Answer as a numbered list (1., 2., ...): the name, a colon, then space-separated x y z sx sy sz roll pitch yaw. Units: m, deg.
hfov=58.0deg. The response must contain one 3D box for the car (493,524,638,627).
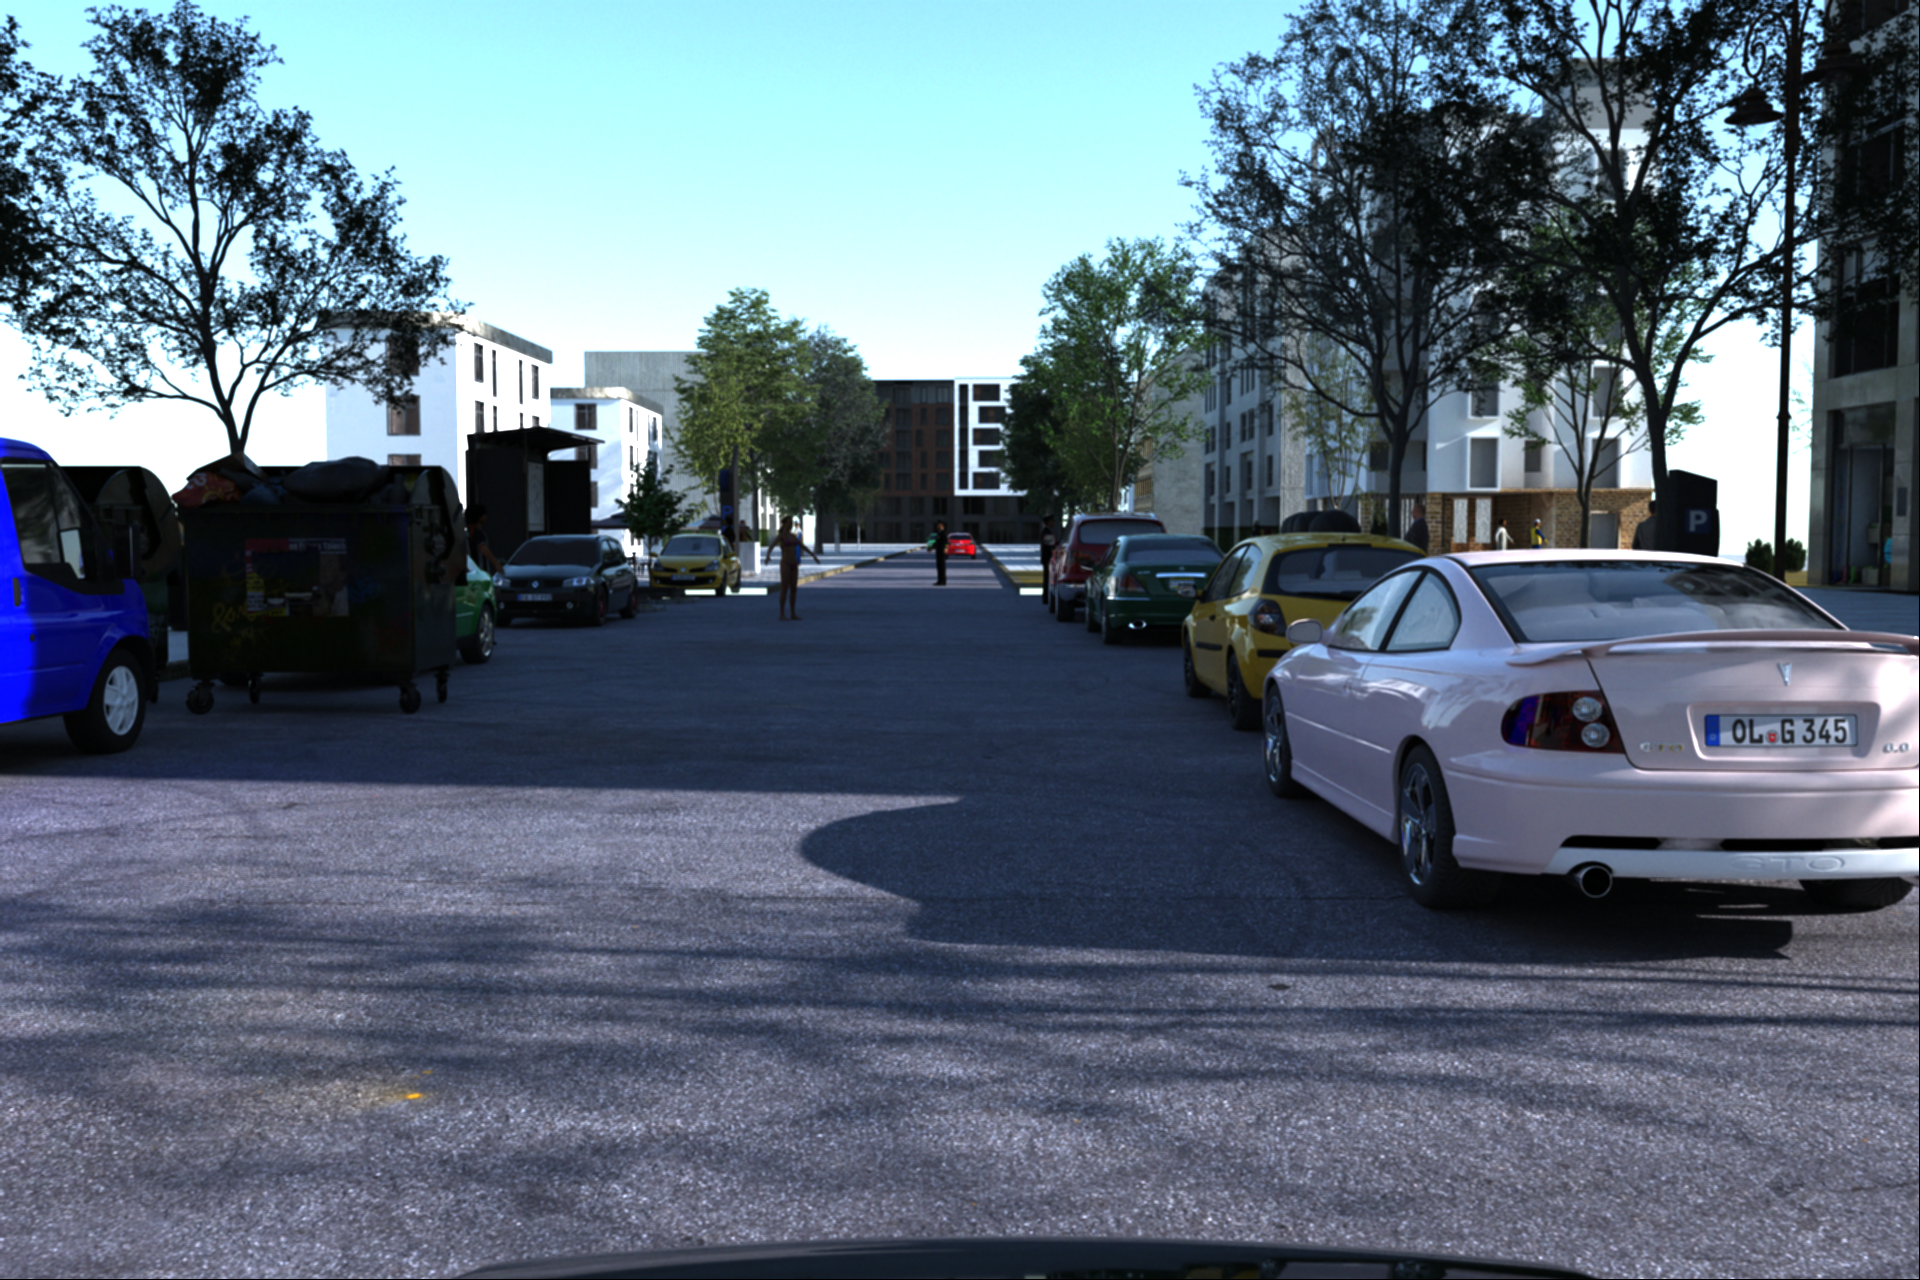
1. car: -6.384 -1.119 28.075 2.009 1.686 4.222 0 4 0

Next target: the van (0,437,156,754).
1. van: -6.420 -0.318 9.583 2.240 2.365 5.245 0 3 0

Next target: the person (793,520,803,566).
1. person: -6.540 -3.877 69.246 0.705 1.847 1.347 1 4 19

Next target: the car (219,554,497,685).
1. car: -6.144 -0.554 17.859 1.959 1.807 4.718 0 4 0

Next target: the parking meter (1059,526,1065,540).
1. parking meter: 3.216 -2.723 52.936 0.372 1.533 0.369 0 3 0

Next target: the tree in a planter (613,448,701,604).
1. tree in a planter: -6.508 -2.389 36.276 1.991 3.239 1.994 0 4 0

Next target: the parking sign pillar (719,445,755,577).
1. parking sign pillar: -6.868 -3.866 51.674 1.447 3.967 1.447 0 4 -1

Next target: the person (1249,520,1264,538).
1. person: 12.435 -4.092 72.686 0.705 1.856 1.354 3 5 42

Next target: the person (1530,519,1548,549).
1. person: 21.474 -3.576 64.439 0.705 1.833 1.349 0 4 -7

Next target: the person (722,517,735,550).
1. person: -6.292 -2.426 46.387 0.721 1.740 1.216 1 4 15

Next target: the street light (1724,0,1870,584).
1. street light: 6.741 -2.529 14.131 0.468 5.910 1.993 0 4 1

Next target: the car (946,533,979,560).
1. car: -0.014 -5.424 97.719 2.155 1.783 4.494 0 4 0

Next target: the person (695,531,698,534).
1. person: -12.152 -4.309 79.721 0.991 1.433 0.599 0 4 5

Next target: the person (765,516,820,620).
1. person: -2.801 -1.198 28.848 0.721 1.733 1.217 3 5 41

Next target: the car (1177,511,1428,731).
1. car: 2.832 -0.234 14.050 2.015 1.641 3.980 0 4 0

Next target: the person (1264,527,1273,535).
1. person: 6.674 -1.705 37.089 0.599 1.438 0.989 1 4 14

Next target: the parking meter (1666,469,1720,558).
1. parking meter: 6.647 -0.613 15.731 0.399 1.863 0.255 0 4 0

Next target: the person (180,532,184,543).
1. person: -14.502 -1.547 31.377 1.344 1.819 0.704 -1 4 -12

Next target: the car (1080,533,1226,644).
1. car: 2.762 -0.742 23.937 2.131 1.459 4.920 0 4 0

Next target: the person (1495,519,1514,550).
1. person: 19.149 -3.360 61.118 0.705 1.806 1.347 3 5 43

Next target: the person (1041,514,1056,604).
1. person: 1.837 -1.651 35.389 0.705 1.837 1.347 0 4 -3

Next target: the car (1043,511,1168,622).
1. car: 2.597 -1.295 29.844 2.281 1.827 5.304 0 4 1

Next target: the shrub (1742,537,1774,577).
1. shrub: 20.873 -2.086 45.229 1.383 1.207 1.383 0 3 0

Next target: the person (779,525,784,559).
1. person: -5.658 -3.060 56.254 0.704 1.802 1.346 1 4 10

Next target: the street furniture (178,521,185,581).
1. street furniture: -21.407 -2.596 49.293 9.812 1.723 11.010 0 4 -4

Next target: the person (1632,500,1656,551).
1. person: 9.827 -1.075 24.154 0.750 1.759 0.617 0 4 -4

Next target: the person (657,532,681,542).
1. person: -12.690 -4.287 76.218 1.348 1.813 0.705 -2 4 -35

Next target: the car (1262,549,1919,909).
1. car: 2.654 0.266 8.013 2.083 1.381 4.827 0 4 -1

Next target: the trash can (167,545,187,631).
1. trash can: -10.272 -0.698 23.059 0.748 1.137 0.748 0 3 0

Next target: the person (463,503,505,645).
1. person: -6.195 -0.840 22.337 0.704 1.843 1.345 -2 4 -34

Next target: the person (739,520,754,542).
1. person: -8.113 -3.595 64.919 0.704 1.812 1.346 2 4 24

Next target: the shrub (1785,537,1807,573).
1. shrub: 27.666 -2.843 57.602 1.383 1.207 1.383 0 3 0

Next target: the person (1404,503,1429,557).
1. person: 7.073 -1.246 26.967 0.434 1.755 0.990 1 4 23

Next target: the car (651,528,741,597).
1. car: -6.224 -1.875 40.878 2.015 1.641 3.980 0 3 0

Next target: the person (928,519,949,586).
1. person: -0.555 -2.431 48.132 0.705 1.837 1.347 -1 4 -20

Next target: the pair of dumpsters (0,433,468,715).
1. pair of dumpsters: -6.421 -0.564 14.175 4.436 2.255 1.574 0 4 1

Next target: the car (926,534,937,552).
1. car: -1.748 -8.030 140.089 1.959 1.807 4.718 0 4 0
